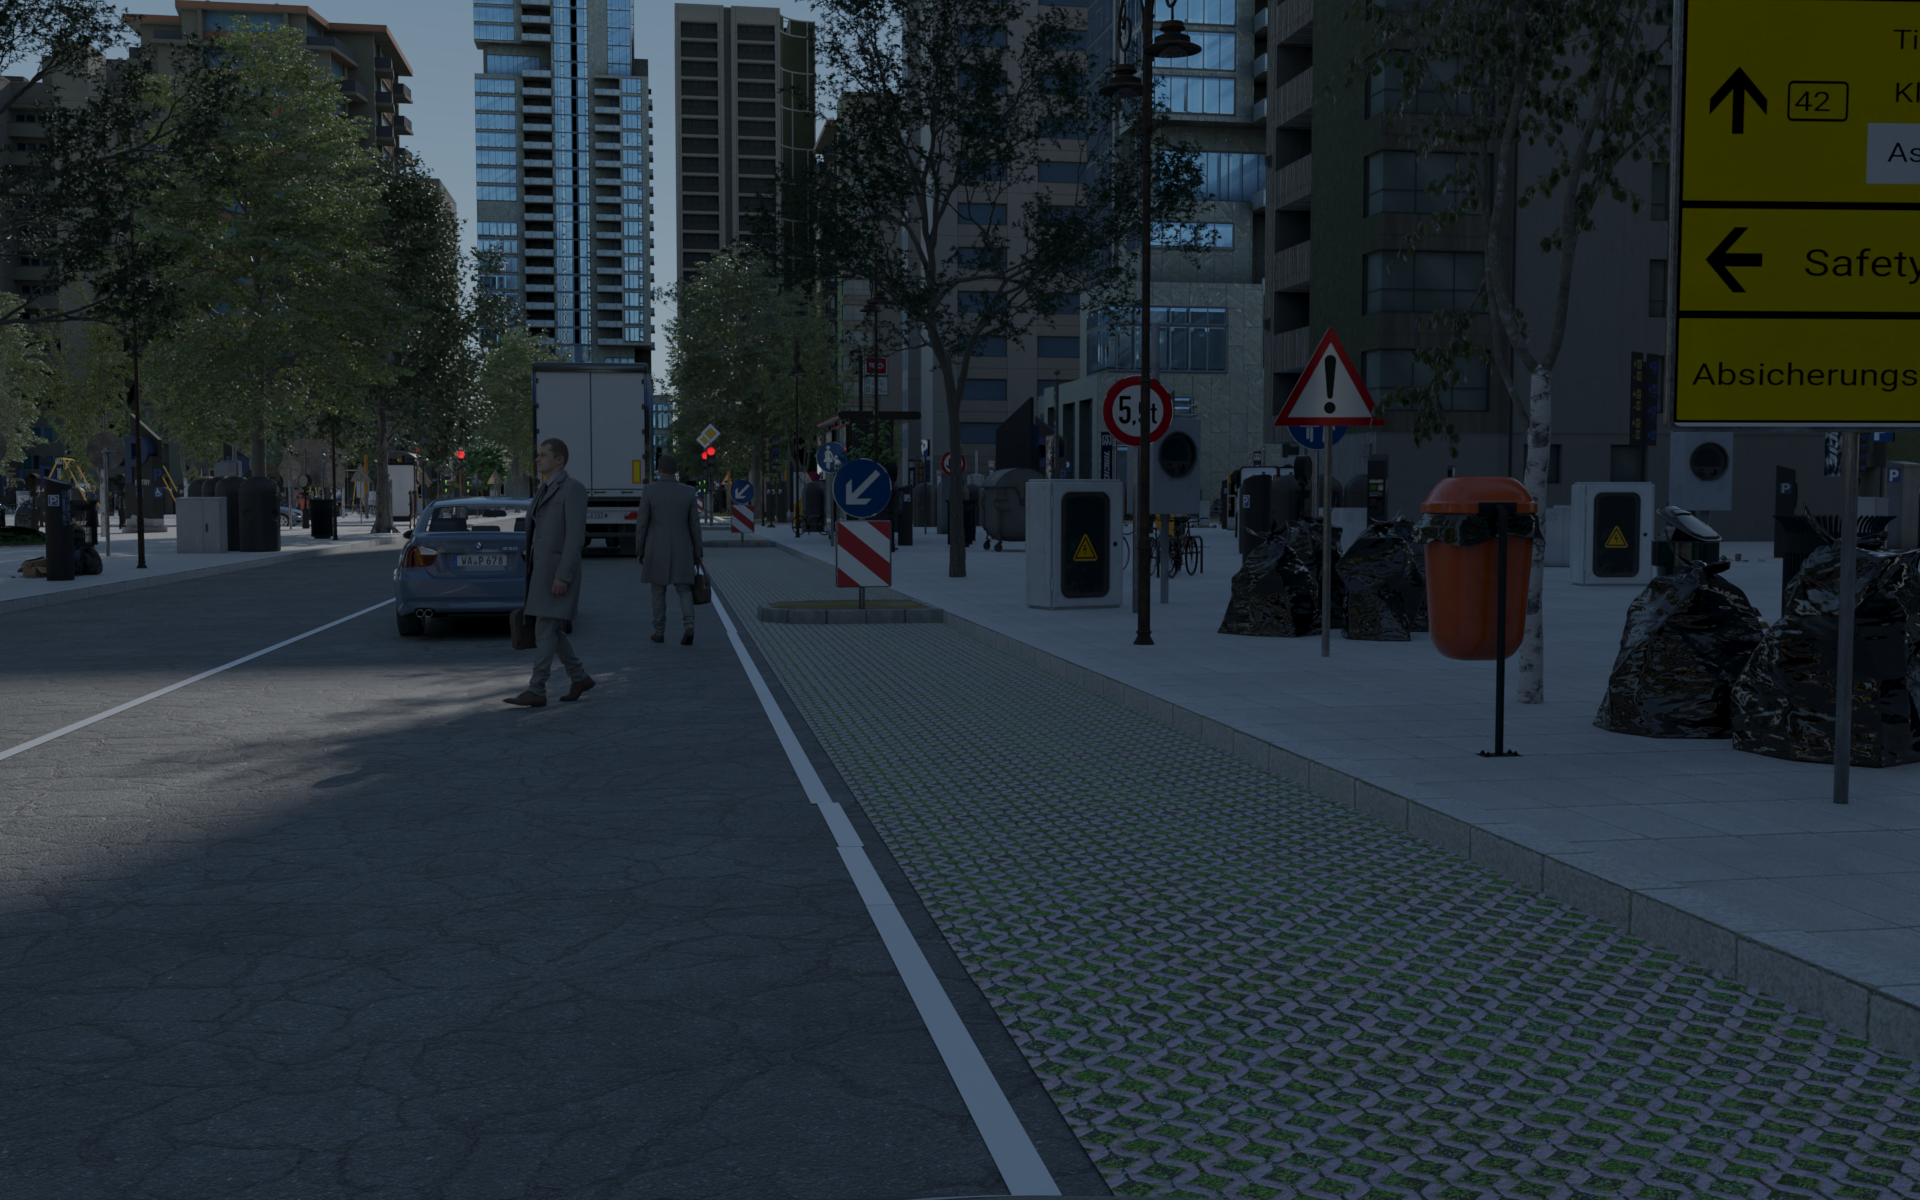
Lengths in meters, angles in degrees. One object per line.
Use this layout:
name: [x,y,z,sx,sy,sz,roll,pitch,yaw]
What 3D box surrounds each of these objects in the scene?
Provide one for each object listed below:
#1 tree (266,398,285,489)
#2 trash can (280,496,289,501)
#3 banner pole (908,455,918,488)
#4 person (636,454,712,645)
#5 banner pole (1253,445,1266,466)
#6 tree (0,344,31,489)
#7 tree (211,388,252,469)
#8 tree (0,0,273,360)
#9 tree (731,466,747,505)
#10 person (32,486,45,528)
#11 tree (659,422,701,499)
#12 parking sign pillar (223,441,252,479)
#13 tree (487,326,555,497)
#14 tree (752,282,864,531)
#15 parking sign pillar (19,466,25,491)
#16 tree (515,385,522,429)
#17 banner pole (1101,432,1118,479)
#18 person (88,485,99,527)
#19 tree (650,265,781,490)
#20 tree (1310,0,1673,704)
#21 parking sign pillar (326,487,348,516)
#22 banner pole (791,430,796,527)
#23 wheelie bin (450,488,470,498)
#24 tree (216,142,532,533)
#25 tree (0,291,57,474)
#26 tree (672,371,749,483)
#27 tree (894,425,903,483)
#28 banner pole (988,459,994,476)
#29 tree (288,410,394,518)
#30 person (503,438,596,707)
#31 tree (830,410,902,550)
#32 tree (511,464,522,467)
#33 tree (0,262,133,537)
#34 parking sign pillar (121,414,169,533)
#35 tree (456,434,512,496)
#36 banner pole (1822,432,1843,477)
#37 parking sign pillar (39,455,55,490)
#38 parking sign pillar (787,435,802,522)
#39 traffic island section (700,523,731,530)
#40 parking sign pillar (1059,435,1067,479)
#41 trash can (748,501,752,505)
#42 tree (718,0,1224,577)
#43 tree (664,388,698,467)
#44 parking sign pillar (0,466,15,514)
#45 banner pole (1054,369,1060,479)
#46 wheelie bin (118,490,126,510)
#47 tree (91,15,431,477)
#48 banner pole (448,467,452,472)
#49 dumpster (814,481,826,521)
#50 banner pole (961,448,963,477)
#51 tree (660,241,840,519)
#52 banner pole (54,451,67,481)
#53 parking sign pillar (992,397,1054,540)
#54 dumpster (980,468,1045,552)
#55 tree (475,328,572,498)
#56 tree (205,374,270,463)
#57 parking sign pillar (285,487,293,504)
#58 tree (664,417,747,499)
tree: [-45.490,-9.772,110.134,4.737,8.622,4.395,0,3,0]
trash can: [-45.132,-6.362,115.664,0.748,1.137,0.748,0,3,0]
banner pole: [-2.973,-7.451,111.841,0.863,3.779,0.401,-1,4,-21]
person: [-2.761,-0.488,16.586,0.694,1.812,0.767,-1,4,-20]
banner pole: [15.414,-6.054,89.006,0.863,3.779,0.401,-1,4,-19]
tree: [-44.216,-7.848,78.682,4.360,8.622,3.978,0,3,0]
tree: [-35.049,-7.855,78.793,4.737,8.622,4.395,0,3,0]
tree: [-13.621,-5.402,22.738,7.601,10.594,8.767,1,4,12]
tree: [-14.092,-7.006,109.148,1.663,3.219,1.824,0,3,0]
person: [-36.362,-3.678,68.411,0.659,1.850,0.755,0,4,2]
tree: [-32.780,-18.817,218.029,12.009,13.543,11.850,0,3,0]
parking sign pillar: [-36.725,-6.092,88.084,1.447,3.967,1.447,3,5,43]
tree: [-30.216,-12.167,117.058,7.486,12.596,7.792,0,3,0]
tree: [-5.348,-6.680,59.580,4.737,8.622,4.395,0,3,0]
parking sign pillar: [-74.447,-9.101,137.278,1.447,3.967,1.447,-1,4,-19]
tree: [-36.679,-15.018,155.914,12.009,13.543,11.850,0,3,0]
banner pole: [5.335,-4.359,61.292,0.863,3.779,0.401,-1,4,-22]
person: [-34.290,-3.641,68.455,0.576,1.772,0.534,1,4,16]
tree: [-19.481,-17.477,141.633,12.611,20.169,13.585,0,3,0]
tree: [3.694,-3.681,10.555,4.360,8.622,3.978,0,3,0]
parking sign pillar: [-35.956,-6.790,99.489,1.447,3.967,1.447,-3,5,-44]
banner pole: [-6.328,-4.714,67.097,0.401,3.779,0.863,-1,4,-13]
wheelie bin: [-24.482,-4.709,84.897,0.980,1.594,0.693,-1,4,-18]
tree: [-18.961,-8.538,56.610,9.611,12.733,9.660,0,3,0]
tree: [-49.641,-10.325,86.939,7.486,12.596,7.792,0,3,0]
tree: [-22.571,-14.665,157.895,7.486,12.596,7.792,0,3,0]
tree: [-5.939,-12.329,151.937,4.737,8.622,4.395,0,3,0]
banner pole: [2.099,-7.252,108.585,0.863,3.779,0.401,2,4,32]
tree: [-32.899,-8.673,92.171,4.737,8.622,4.395,0,3,0]
person: [-2.802,-0.195,11.790,0.767,1.812,0.694,-3,4,-37]
tree: [-1.912,-2.765,39.806,1.663,3.219,1.824,0,3,0]
tree: [-34.856,-12.784,143.425,7.601,10.594,8.767,1,4,10]
tree: [-25.972,-6.202,51.769,4.737,8.622,4.395,0,3,0]
parking sign pillar: [-27.292,-4.247,57.911,1.447,3.967,1.447,2,4,24]
tree: [-26.140,-6.808,95.022,4.285,4.588,4.351,0,3,0]
banner pole: [15.450,-2.472,30.434,0.401,3.779,0.863,-1,4,-10]
parking sign pillar: [-62.083,-7.931,118.143,1.447,3.967,1.447,-1,4,-13]
parking sign pillar: [-7.683,-5.570,79.548,1.447,3.967,1.447,-1,4,-12]
traffic island section: [-11.272,-3.346,76.989,2.009,0.180,2.903,-1,4,-10]
parking sign pillar: [3.029,-4.340,59.433,1.447,3.967,1.447,3,5,42]
trash can: [-10.609,-4.747,89.272,0.748,1.137,0.748,0,3,0]
tree: [0.113,-5.649,26.776,8.767,10.594,7.601,1,4,21]
tree: [-24.652,-14.769,167.232,9.928,11.665,9.643,0,3,0]
parking sign pillar: [-61.279,-7.471,110.625,1.447,3.967,1.447,-1,4,-15]
banner pole: [1.936,-2.751,34.999,0.401,3.779,0.863,0,4,-2]
wheelie bin: [-41.097,-4.748,85.538,0.980,1.594,0.693,0,4,5]
tree: [-16.685,-7.548,41.533,7.486,12.596,7.792,0,3,0]
banner pole: [-31.820,-7.222,108.101,0.401,3.779,0.863,-3,4,-37]
dumpster: [-6.397,-4.413,77.908,1.264,1.857,1.865,-1,4,-10]
banner pole: [0.071,-6.362,94.032,0.401,3.779,0.863,-1,4,-9]
tree: [-10.228,-11.043,87.204,9.857,13.997,8.962,0,3,0]
banner pole: [-52.313,-6.785,100.943,0.401,3.779,0.863,3,5,43]
parking sign pillar: [1.620,-3.686,48.733,1.447,3.967,1.447,3,5,43]
dumpster: [1.235,-2.036,39.050,1.264,1.857,1.865,-1,4,-10]
tree: [-33.391,-13.803,132.338,9.857,13.997,8.962,0,3,0]
tree: [-42.439,-9.272,101.959,4.360,8.622,3.978,0,3,0]
parking sign pillar: [-45.949,-8.025,119.685,1.447,3.967,1.447,-1,4,-23]
tree: [-27.727,-16.537,187.380,9.611,12.733,9.660,0,3,0]
